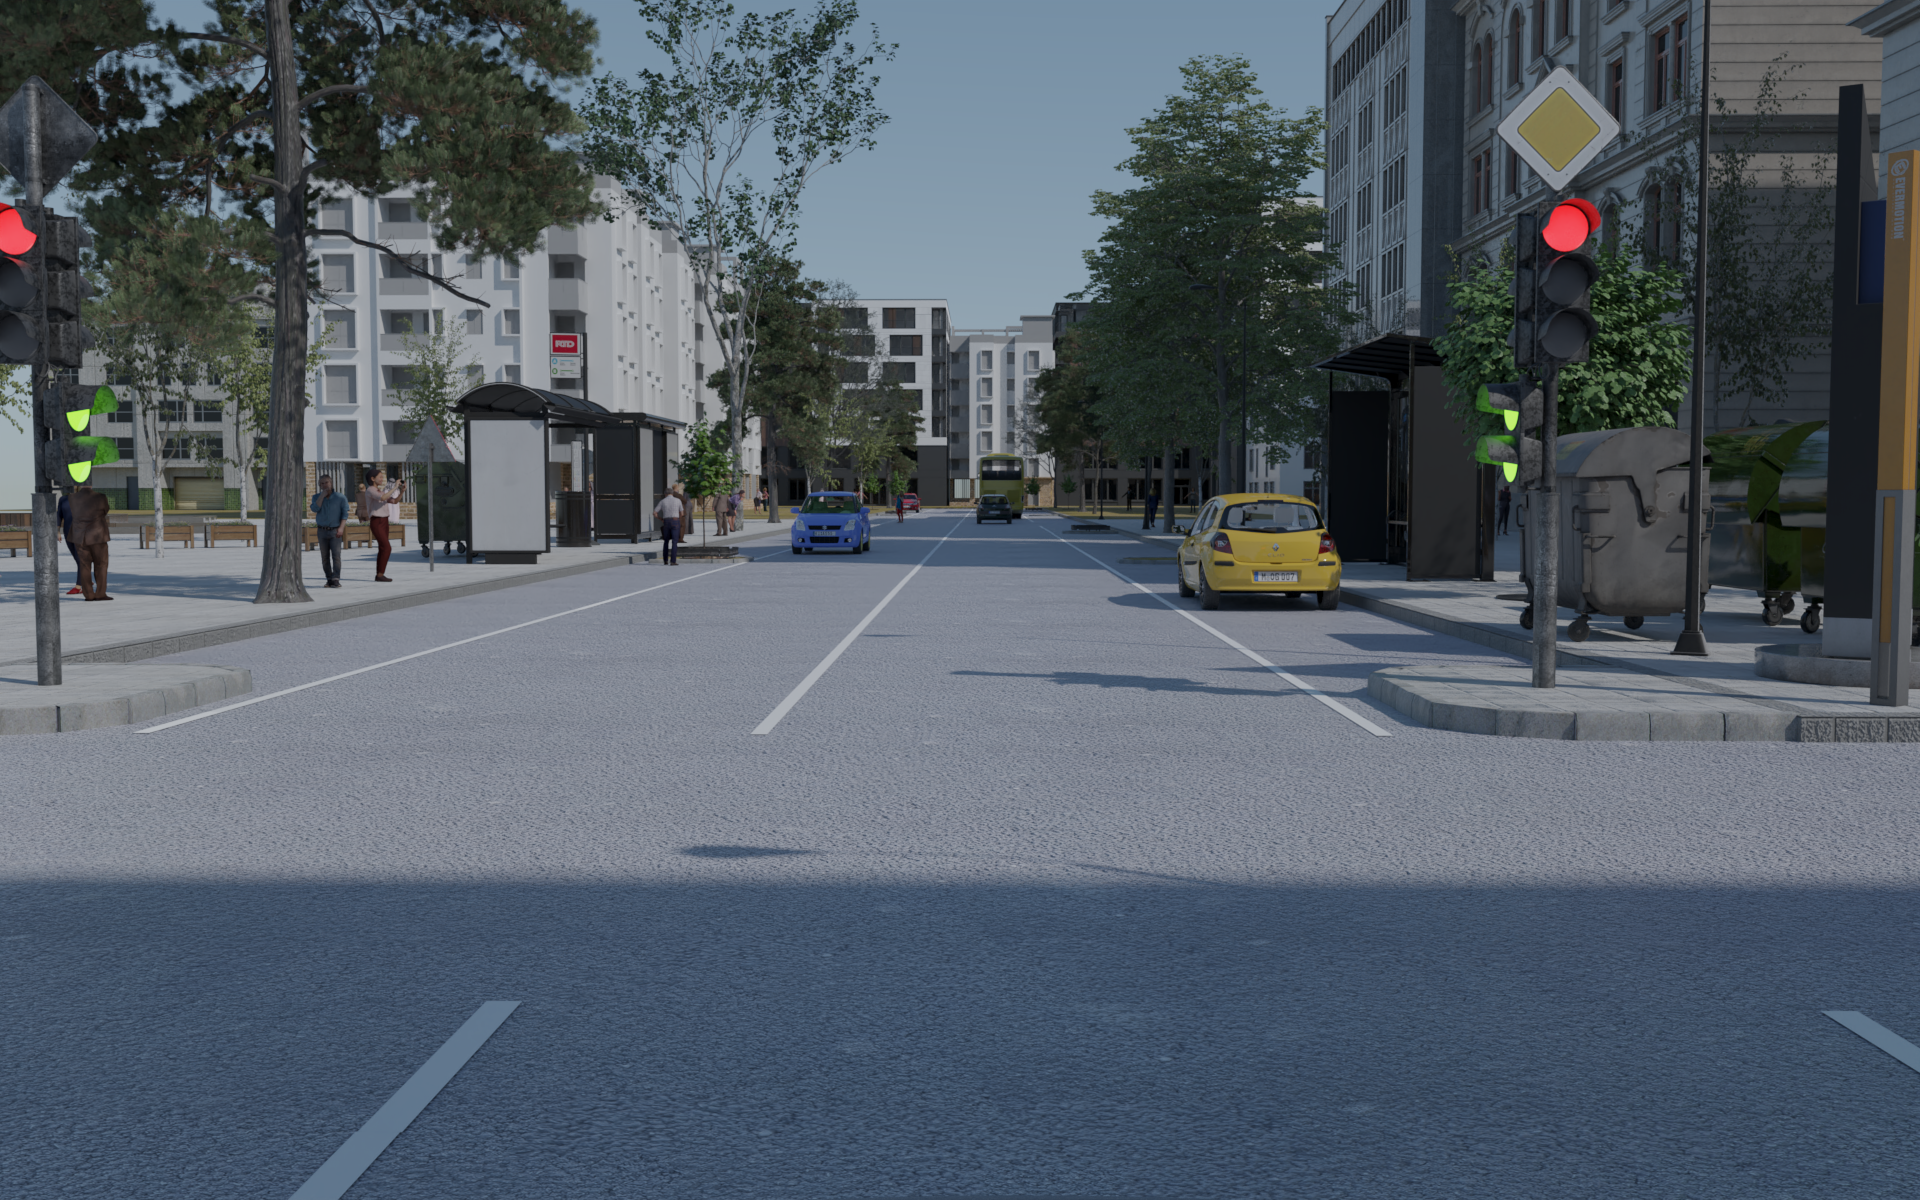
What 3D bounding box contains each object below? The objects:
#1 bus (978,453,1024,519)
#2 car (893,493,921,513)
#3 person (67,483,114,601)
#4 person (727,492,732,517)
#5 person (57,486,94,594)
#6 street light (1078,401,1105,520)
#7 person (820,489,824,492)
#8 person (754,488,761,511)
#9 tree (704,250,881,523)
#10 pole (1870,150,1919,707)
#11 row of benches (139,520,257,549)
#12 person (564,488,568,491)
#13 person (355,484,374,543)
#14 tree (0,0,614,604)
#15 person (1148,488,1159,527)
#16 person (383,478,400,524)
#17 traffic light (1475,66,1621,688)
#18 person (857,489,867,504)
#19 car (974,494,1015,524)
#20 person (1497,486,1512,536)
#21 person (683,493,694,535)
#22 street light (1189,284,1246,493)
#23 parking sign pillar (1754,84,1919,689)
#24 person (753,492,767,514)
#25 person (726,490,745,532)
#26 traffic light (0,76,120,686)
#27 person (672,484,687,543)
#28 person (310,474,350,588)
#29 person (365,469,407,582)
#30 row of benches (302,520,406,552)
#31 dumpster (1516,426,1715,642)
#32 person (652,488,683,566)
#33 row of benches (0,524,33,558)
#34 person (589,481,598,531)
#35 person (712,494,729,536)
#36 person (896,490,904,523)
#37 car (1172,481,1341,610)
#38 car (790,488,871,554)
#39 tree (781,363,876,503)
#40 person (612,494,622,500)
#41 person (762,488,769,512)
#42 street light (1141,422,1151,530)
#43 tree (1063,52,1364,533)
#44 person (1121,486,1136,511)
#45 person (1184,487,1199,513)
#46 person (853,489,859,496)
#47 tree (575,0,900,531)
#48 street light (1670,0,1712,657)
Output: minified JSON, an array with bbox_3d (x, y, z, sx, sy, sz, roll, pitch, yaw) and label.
[{"bbox_3d":[2.451,-6.835,103.299,2.896,3.916,12.252,0,4,1],"label":"bus"},{"bbox_3d":[-4.035,-7.613,133.511,2.155,1.783,4.494,0,4,0],"label":"car"},{"bbox_3d":[-10.440,-0.761,20.760,0.482,1.546,0.388,-1,4,-9],"label":"person"},{"bbox_3d":[-12.974,-5.531,97.938,0.593,1.643,0.415,1,4,22],"label":"person"},{"bbox_3d":[-11.390,-0.842,22.354,0.480,1.512,0.613,-1,4,-22],"label":"person"},{"bbox_3d":[6.541,-6.970,86.498,1.470,5.913,1.316,0,4,1],"label":"street light"},{"bbox_3d":[-11.524,-8.421,144.402,0.621,1.740,0.551,2,4,29],"label":"person"},{"bbox_3d":[-15.511,-7.705,132.963,0.436,1.711,0.756,-2,4,-35],"label":"person"},{"bbox_3d":[-8.307,-9.434,76.293,6.751,12.117,7.091,0,3,0],"label":"tree"},{"bbox_3d":[5.651,-1.015,10.436,0.158,3.312,0.155,0,3,0],"label":"pole"},{"bbox_3d":[-17.559,-1.591,41.473,4.104,0.672,1.422,-3,4,-38],"label":"row of benches"},{"bbox_3d":[-17.635,-4.246,77.529,0.319,1.574,0.516,0,4,-5],"label":"person"},{"bbox_3d":[-15.690,-2.280,45.593,0.482,1.546,0.388,0,4,2],"label":"person"},{"bbox_3d":[-7.804,-6.890,20.074,7.806,13.903,7.818,0,3,0],"label":"tree"},{"bbox_3d":[7.453,-3.558,66.750,0.480,1.512,0.613,-1,4,-11],"label":"person"},{"bbox_3d":[-16.585,-2.678,50.505,0.551,1.740,0.621,-3,5,-40],"label":"person"},{"bbox_3d":[3.857,-1.354,11.386,0.839,4.213,0.868,0,4,1],"label":"traffic light"},{"bbox_3d":[-7.440,-7.597,130.977,0.721,1.743,1.217,3,4,36],"label":"person"},{"bbox_3d":[1.663,-4.552,84.215,2.009,1.686,4.222,0,4,1],"label":"car"},{"bbox_3d":[16.873,-2.822,53.656,0.415,1.643,0.593,3,4,37],"label":"person"},{"bbox_3d":[-8.652,-2.937,54.859,0.445,1.727,0.742,-1,4,-8],"label":"person"},{"bbox_3d":[5.768,-4.034,38.502,1.470,5.913,1.316,0,4,1],"label":"street light"},{"bbox_3d":[6.337,-1.437,11.972,1.447,3.967,1.447,2,4,34],"label":"parking sign pillar"},{"bbox_3d":[-12.704,-6.164,110.013,0.799,1.438,0.628,-2,4,-24],"label":"person"},{"bbox_3d":[-7.567,-2.997,58.273,0.697,1.427,0.421,1,4,8],"label":"person"},{"bbox_3d":[-6.103,-1.363,11.527,0.839,4.213,0.868,0,4,1],"label":"traffic light"},{"bbox_3d":[-7.353,-2.258,45.237,0.388,1.546,0.482,-3,5,-41],"label":"person"},{"bbox_3d":[-8.615,-0.946,23.724,0.499,1.552,0.429,1,4,13],"label":"person"},{"bbox_3d":[-8.420,-1.095,25.411,0.517,1.644,0.566,-3,5,-45],"label":"person"},{"bbox_3d":[-14.308,-1.535,40.564,1.422,0.672,4.104,1,4,14],"label":"row of benches"},{"bbox_3d":[5.879,-0.604,15.633,1.264,1.857,1.865,0,4,1],"label":"dumpster"},{"bbox_3d":[-5.875,-1.477,34.865,0.614,1.554,0.590,0,4,-3],"label":"person"},{"bbox_3d":[-19.970,-1.107,33.557,1.422,0.672,4.104,2,4,30],"label":"row of benches"},{"bbox_3d":[-12.699,-3.241,59.705,0.551,1.740,0.621,0,4,5],"label":"person"},{"bbox_3d":[-7.333,-2.826,52.806,0.434,1.755,0.990,1,4,23],"label":"person"},{"bbox_3d":[-2.980,-4.625,85.820,0.444,1.614,0.593,0,4,3],"label":"person"},{"bbox_3d":[3.863,-0.772,22.844,2.015,1.641,3.980,0,4,1],"label":"car"},{"bbox_3d":[-3.141,-2.011,42.473,1.945,1.707,3.694,0,4,1],"label":"car"},{"bbox_3d":[-7.438,-8.360,87.042,4.737,8.622,4.395,0,3,0],"label":"tree"},{"bbox_3d":[-11.022,-2.893,55.814,0.387,1.526,0.523,-1,4,-23],"label":"person"},{"bbox_3d":[-14.234,-7.374,127.328,0.721,1.743,1.217,-3,4,-36],"label":"person"},{"bbox_3d":[6.190,-5.502,62.499,1.470,5.913,1.316,0,4,1],"label":"street light"},{"bbox_3d":[6.731,-7.802,45.693,7.486,12.596,7.792,0,3,0],"label":"tree"},{"bbox_3d":[12.728,-7.627,130.371,1.348,1.869,0.705,3,4,37],"label":"person"},{"bbox_3d":[15.706,-6.739,116.943,1.217,1.735,0.721,2,4,28],"label":"person"},{"bbox_3d":[-8.732,-8.310,142.590,1.217,1.739,0.721,-3,5,-41],"label":"person"},{"bbox_3d":[-9.202,-12.459,59.589,12.611,20.169,13.585,0,3,0],"label":"tree"},{"bbox_3d":[5.306,-2.517,13.688,1.470,5.913,1.316,0,4,1],"label":"street light"}]
